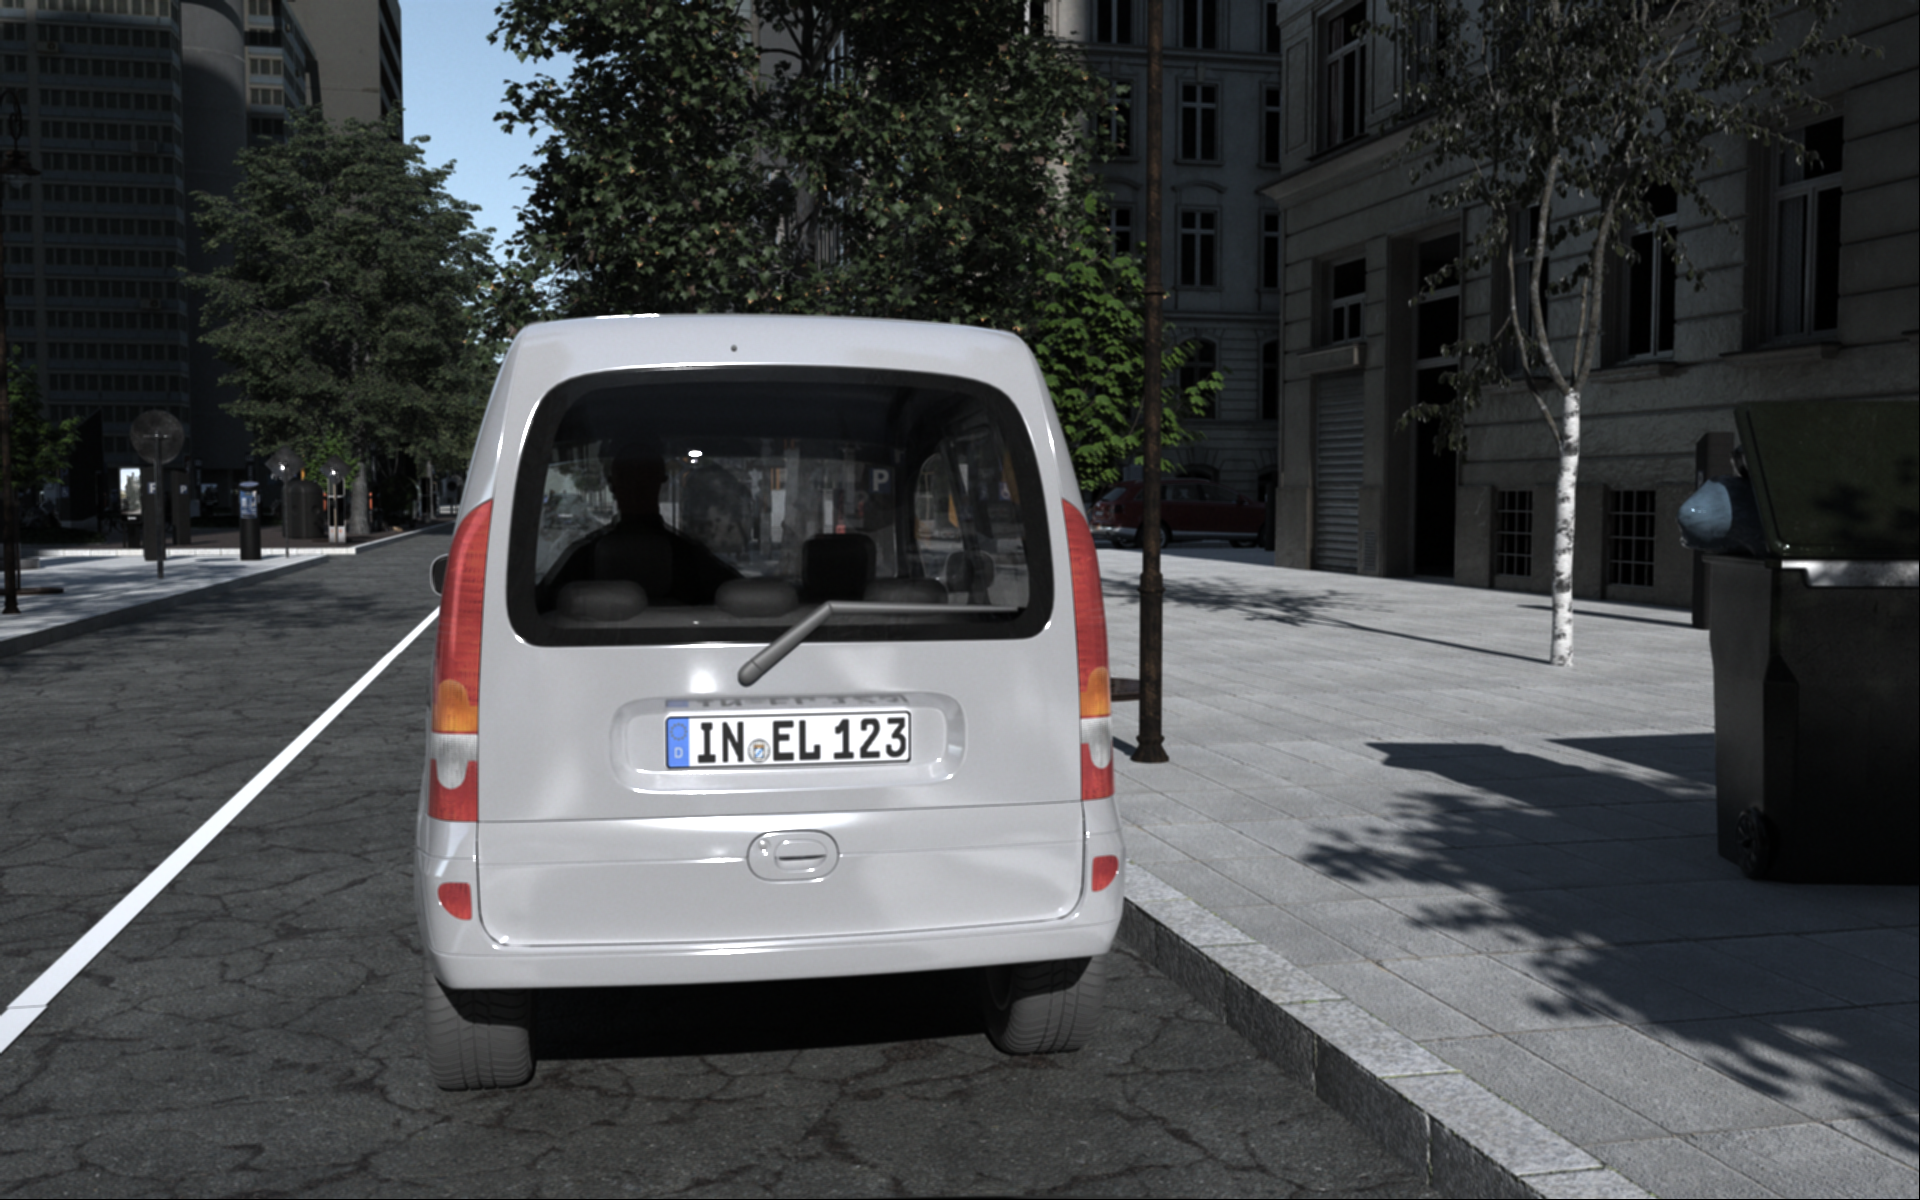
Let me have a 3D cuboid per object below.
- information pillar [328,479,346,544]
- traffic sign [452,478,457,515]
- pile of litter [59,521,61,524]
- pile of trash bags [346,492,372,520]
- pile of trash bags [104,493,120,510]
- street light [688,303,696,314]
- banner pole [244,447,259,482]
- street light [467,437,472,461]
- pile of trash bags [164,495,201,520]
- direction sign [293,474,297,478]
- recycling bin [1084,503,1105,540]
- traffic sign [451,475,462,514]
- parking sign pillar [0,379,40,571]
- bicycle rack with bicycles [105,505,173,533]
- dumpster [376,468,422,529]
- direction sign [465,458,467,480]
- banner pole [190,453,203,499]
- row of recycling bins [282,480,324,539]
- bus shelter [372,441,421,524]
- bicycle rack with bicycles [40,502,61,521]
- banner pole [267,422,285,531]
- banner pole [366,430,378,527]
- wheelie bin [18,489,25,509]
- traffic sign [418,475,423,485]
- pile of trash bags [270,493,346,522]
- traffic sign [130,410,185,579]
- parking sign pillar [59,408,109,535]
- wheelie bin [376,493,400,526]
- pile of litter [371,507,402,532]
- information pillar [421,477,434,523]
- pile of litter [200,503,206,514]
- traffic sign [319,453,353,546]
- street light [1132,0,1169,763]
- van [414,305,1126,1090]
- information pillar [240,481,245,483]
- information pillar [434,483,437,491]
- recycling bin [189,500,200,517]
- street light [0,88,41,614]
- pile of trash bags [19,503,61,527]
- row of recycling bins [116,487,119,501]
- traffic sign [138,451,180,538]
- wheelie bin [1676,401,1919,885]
[{"bbox_3d":[-15.964,-2.438,44.354,0.304,2.012,0.304,3,4,37],"label":"information pillar"},{"bbox_3d":[-31.496,-6.437,107.370,0.606,2.300,0.079,-1,4,-13],"label":"traffic sign"},{"bbox_3d":[-37.265,-3.568,72.308,1.719,0.858,1.176,3,4,38],"label":"pile of litter"},{"bbox_3d":[-30.951,-4.743,87.295,3.447,1.369,1.912,-3,4,-37],"label":"pile of trash bags"},{"bbox_3d":[-46.111,-5.261,95.763,3.447,1.369,1.912,0,4,3],"label":"pile of trash bags"},{"bbox_3d":[-5.607,-3.879,36.210,0.468,5.910,1.993,-1,4,-13],"label":"street light"},{"bbox_3d":[-37.305,-6.206,91.477,0.863,3.779,0.401,-3,4,-36],"label":"banner pole"},{"bbox_3d":[-33.158,-8.844,117.387,0.468,5.910,1.993,-1,4,-13],"label":"street light"},{"bbox_3d":[-38.094,-4.527,83.766,1.912,1.369,3.447,0,4,-2],"label":"pile of trash bags"},{"bbox_3d":[-33.446,-5.762,86.208,0.876,3.537,0.379,-3,5,-40],"label":"direction sign"},{"bbox_3d":[3.609,-2.208,48.660,0.722,1.027,0.722,-2,4,-31],"label":"recycling bin"},{"bbox_3d":[-33.207,-6.973,114.115,0.768,2.556,0.104,-1,4,-11],"label":"traffic sign"},{"bbox_3d":[-16.522,-2.506,29.442,1.447,3.967,1.447,3,4,39],"label":"parking sign pillar"},{"bbox_3d":[-27.152,-2.700,57.527,2.852,0.926,2.925,3,5,40],"label":"bicycle rack with bicycles"},{"bbox_3d":[-21.034,-3.818,64.921,1.502,2.255,1.985,-1,4,-13],"label":"dumpster"},{"bbox_3d":[-30.192,-6.966,105.885,0.379,3.537,0.876,-1,4,-15],"label":"direction sign"},{"bbox_3d":[-46.162,-7.012,104.660,0.863,3.779,0.401,-3,4,-36],"label":"banner pole"},{"bbox_3d":[-19.385,-2.679,50.921,1.069,1.692,3.534,-2,4,-26],"label":"row of recycling bins"},{"bbox_3d":[-24.745,-5.207,76.414,1.731,3.624,6.357,-1,4,-13],"label":"bus shelter"},{"bbox_3d":[-44.014,-4.200,82.045,2.925,0.926,2.852,1,4,20],"label":"bicycle rack with bicycles"},{"bbox_3d":[-23.546,-4.269,59.820,0.401,3.779,0.863,3,5,40],"label":"banner pole"},{"bbox_3d":[-22.859,-4.725,67.275,0.401,3.779,0.863,1,4,15],"label":"banner pole"},{"bbox_3d":[-42.941,-4.337,78.821,0.980,1.594,0.693,0,4,2],"label":"wheelie bin"},{"bbox_3d":[-33.050,-6.536,106.860,0.884,2.594,0.081,0,4,-5],"label":"traffic sign"},{"bbox_3d":[-30.655,-4.340,80.714,3.447,1.369,1.912,2,4,32],"label":"pile of trash bags"},{"bbox_3d":[-12.154,-1.599,26.256,0.768,2.556,0.104,-1,4,-12],"label":"traffic sign"},{"bbox_3d":[-27.359,-4.004,53.938,1.447,3.967,1.447,1,4,21],"label":"parking sign pillar"},{"bbox_3d":[-22.797,-3.746,69.157,0.980,1.594,0.693,-2,4,-29],"label":"wheelie bin"},{"bbox_3d":[-19.839,-2.799,59.729,1.176,0.858,1.719,-2,4,-24],"label":"pile of litter"},{"bbox_3d":[-23.396,-4.365,75.860,0.304,2.012,0.304,1,4,9],"label":"information pillar"},{"bbox_3d":[-45.453,-5.474,103.461,1.176,0.858,1.719,2,4,24],"label":"pile of litter"},{"bbox_3d":[-15.338,-2.382,42.594,0.795,2.450,0.064,-1,4,-13],"label":"traffic sign"},{"bbox_3d":[0.916,-2.164,8.164,0.468,5.910,1.993,-1,4,-13],"label":"street light"},{"bbox_3d":[-0.743,0.083,5.651,2.013,2.044,4.112,-1,4,-11],"label":"van"},{"bbox_3d":[-38.835,-5.476,94.032,0.304,2.012,0.304,1,4,13],"label":"information pillar"},{"bbox_3d":[-33.437,-6.450,109.944,0.304,2.012,0.304,2,4,35],"label":"information pillar"},{"bbox_3d":[-33.891,-3.888,76.126,0.722,1.027,0.722,-3,5,-41],"label":"recycling bin"},{"bbox_3d":[-10.172,-2.789,18.393,0.468,5.910,1.993,-1,4,-13],"label":"street light"},{"bbox_3d":[-32.318,-3.000,58.804,3.447,1.369,1.912,0,4,7],"label":"pile of trash bags"},{"bbox_3d":[-48.348,-5.734,100.862,1.069,1.692,3.534,-1,4,-10],"label":"row of recycling bins"},{"bbox_3d":[-13.738,-1.810,29.693,0.768,2.556,0.104,0,4,-6],"label":"traffic sign"},{"bbox_3d":[2.924,0.123,5.904,0.980,1.594,0.693,0,4,4],"label":"wheelie bin"}]
